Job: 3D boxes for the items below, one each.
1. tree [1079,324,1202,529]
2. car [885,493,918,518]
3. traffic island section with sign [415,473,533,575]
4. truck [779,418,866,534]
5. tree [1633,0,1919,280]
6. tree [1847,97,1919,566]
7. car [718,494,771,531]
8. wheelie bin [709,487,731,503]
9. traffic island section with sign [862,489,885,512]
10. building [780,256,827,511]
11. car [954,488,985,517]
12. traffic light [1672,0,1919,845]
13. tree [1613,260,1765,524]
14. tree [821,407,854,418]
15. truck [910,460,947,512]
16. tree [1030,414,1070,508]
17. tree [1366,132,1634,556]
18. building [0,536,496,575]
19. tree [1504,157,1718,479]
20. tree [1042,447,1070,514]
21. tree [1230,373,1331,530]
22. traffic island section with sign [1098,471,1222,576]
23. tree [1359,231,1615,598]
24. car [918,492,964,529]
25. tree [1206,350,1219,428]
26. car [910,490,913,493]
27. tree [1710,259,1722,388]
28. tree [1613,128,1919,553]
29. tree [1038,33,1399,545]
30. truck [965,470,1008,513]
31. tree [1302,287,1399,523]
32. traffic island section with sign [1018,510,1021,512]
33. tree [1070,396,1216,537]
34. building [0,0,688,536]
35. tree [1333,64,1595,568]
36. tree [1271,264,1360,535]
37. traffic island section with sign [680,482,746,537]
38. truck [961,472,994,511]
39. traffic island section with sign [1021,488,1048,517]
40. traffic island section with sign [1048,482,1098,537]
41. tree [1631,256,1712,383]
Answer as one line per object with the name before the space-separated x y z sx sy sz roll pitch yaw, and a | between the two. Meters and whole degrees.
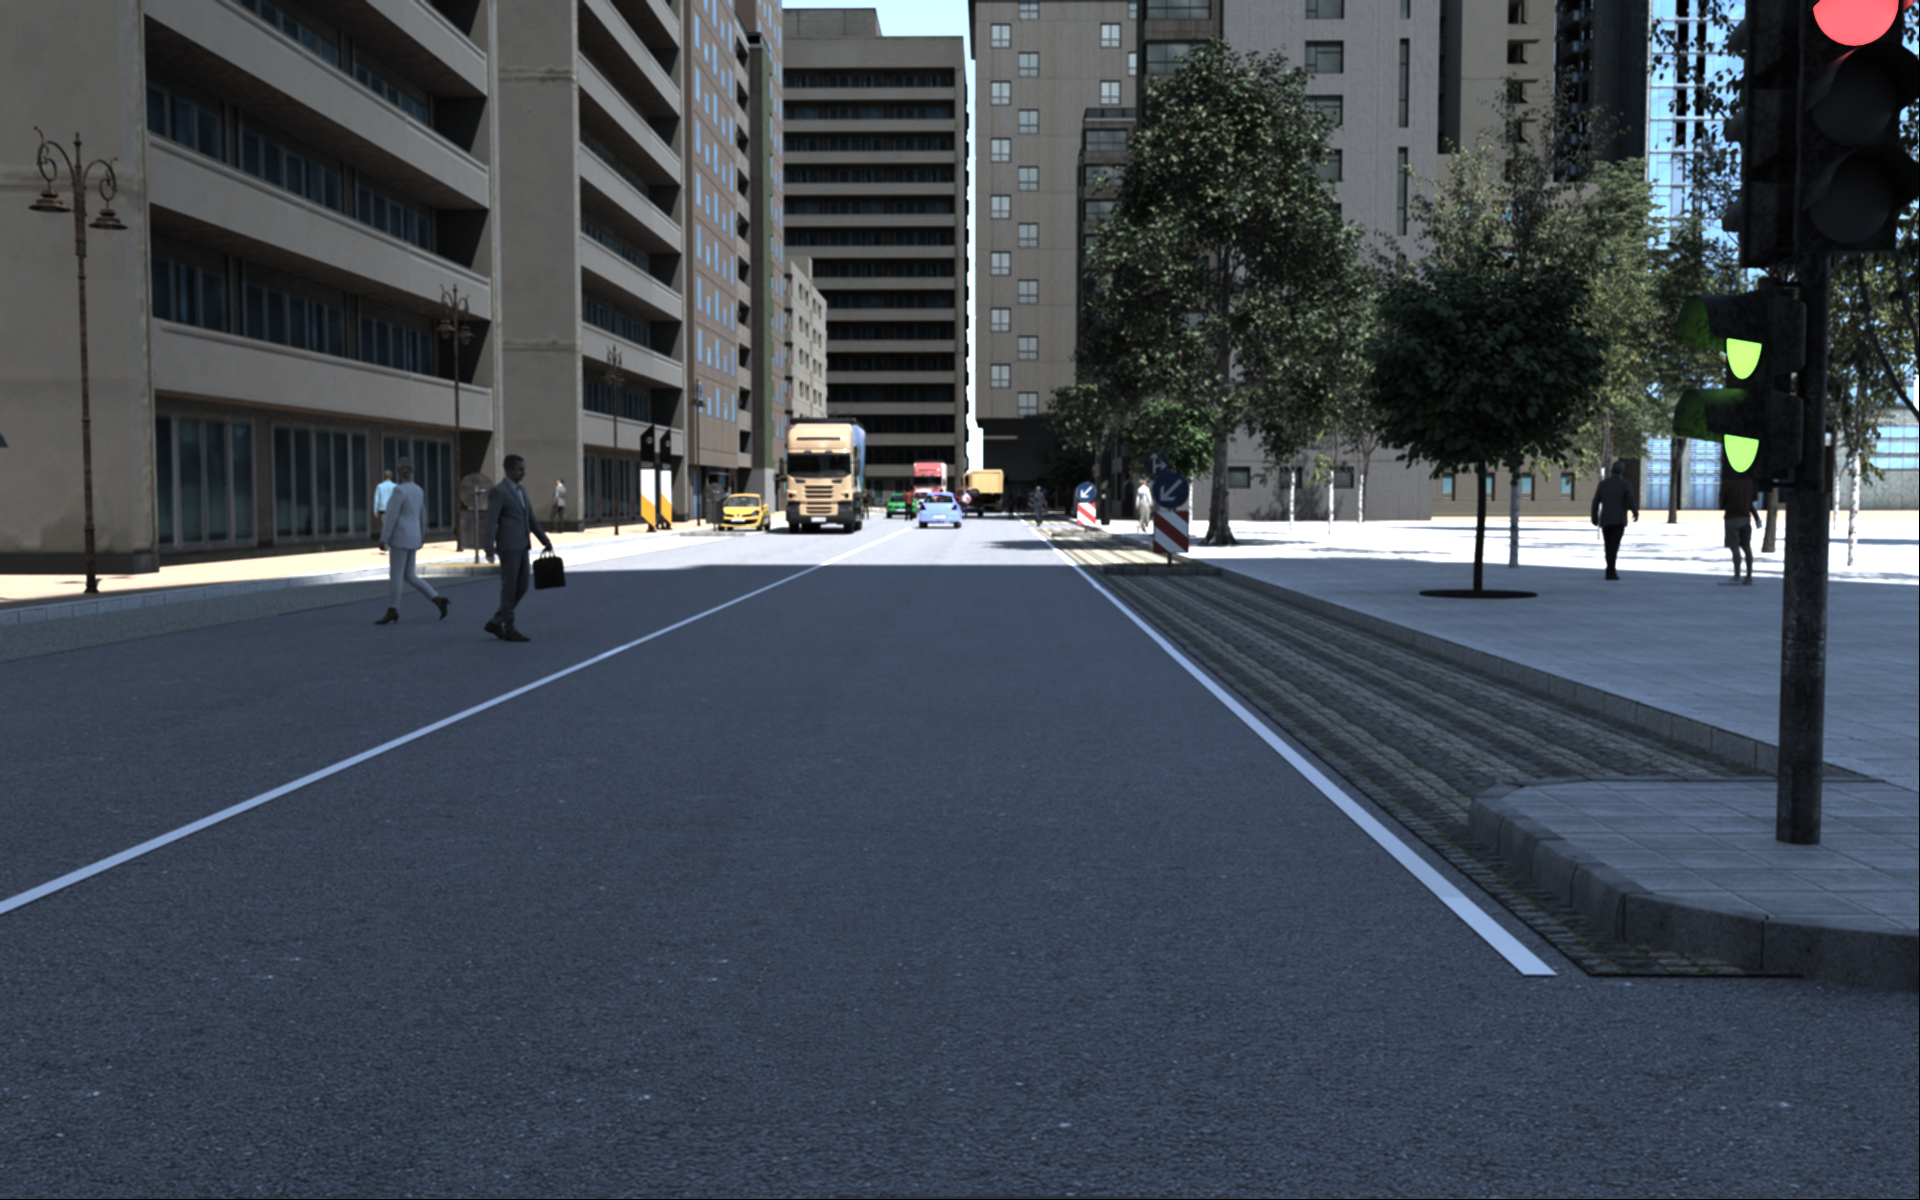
tree | 6.417 -6.892 63.052 4.360 8.622 3.978 0 3 0
car | -3.475 -5.796 103.554 1.959 1.807 4.718 0 4 0
traffic island section with sign | -8.832 -1.383 31.237 1.989 1.847 2.006 0 4 1
truck | -5.055 -4.718 66.047 2.839 4.237 11.283 0 4 -1
tree | 8.123 -3.920 14.450 4.360 8.622 3.978 0 3 0
tree | 16.081 -4.899 30.456 4.737 8.622 4.395 0 3 0
car | -8.377 -3.486 67.225 2.015 1.641 3.980 0 3 0
wheelie bin | -10.238 -4.042 73.990 0.980 1.594 0.693 -1 4 -14
traffic island section with sign | -6.910 -7.768 135.642 1.989 1.847 2.006 0 4 1
building | -26.642 -18.174 142.184 28.899 21.520 27.650 0 4 1
car | 0.461 -6.280 111.343 2.281 1.827 5.304 0 4 0
traffic light | 3.081 -1.062 6.292 0.839 4.253 0.868 0 4 1
tree | 30.896 -9.087 74.320 9.928 11.665 9.643 0 3 0
tree | -9.929 -11.859 144.253 4.360 8.622 3.978 0 3 0
truck | -2.514 -9.529 144.717 2.839 4.237 11.283 0 4 1
tree | 8.747 -12.766 159.093 4.360 8.622 3.978 0 3 0
tree | 10.783 -5.200 35.378 4.737 8.622 4.395 0 3 0
building | -23.549 -25.256 36.636 21.300 48.544 21.600 0 4 1
tree | 21.964 -8.600 58.736 7.486 12.596 7.792 0 3 0
tree | 7.082 -7.939 113.520 4.285 4.588 4.351 0 3 0
tree | 11.822 -6.786 61.316 4.360 8.622 3.978 0 3 0
traffic island section with sign | 3.583 -1.368 30.999 1.989 1.847 2.006 0 4 1
tree | 6.527 -2.328 21.777 4.285 4.588 4.351 0 3 0
car | -0.821 -3.899 73.342 1.945 1.707 3.694 0 4 2
tree | 9.707 -7.559 73.944 4.360 8.622 3.978 0 3 0
car | -3.899 -8.915 154.439 2.281 1.827 5.304 0 4 0
tree | 23.050 -6.123 50.481 4.737 8.622 4.395 0 3 0
tree | 17.991 -6.301 37.431 7.601 10.594 8.767 1 4 10
tree | 6.669 -7.730 43.402 9.611 12.733 9.660 0 3 0
truck | 2.066 -8.545 135.632 3.469 3.379 9.791 0 4 1
tree | 17.925 -8.656 75.941 8.767 10.594 7.601 -3 5 -41
traffic island section with sign | 5.499 -7.735 135.093 1.989 1.847 2.006 0 4 1
tree | 6.464 -4.220 52.713 4.285 4.588 4.351 0 3 0
building | -23.213 -27.120 67.107 21.300 48.544 21.600 0 4 1
tree | 9.496 -4.873 30.031 4.360 8.622 3.978 0 3 0
tree | 11.336 -6.331 53.877 4.737 8.622 4.395 0 3 0
traffic island section with sign | -8.331 -3.063 58.714 1.989 1.847 2.006 0 4 1
truck | 1.716 -9.480 150.928 3.469 3.379 9.791 0 4 2
traffic island section with sign | 5.002 -6.087 108.142 1.989 1.847 2.006 0 4 1
traffic island section with sign | 4.077 -3.017 57.950 1.989 1.847 2.006 0 4 1
tree | 17.500 -5.957 47.760 4.737 8.622 4.395 0 3 0
